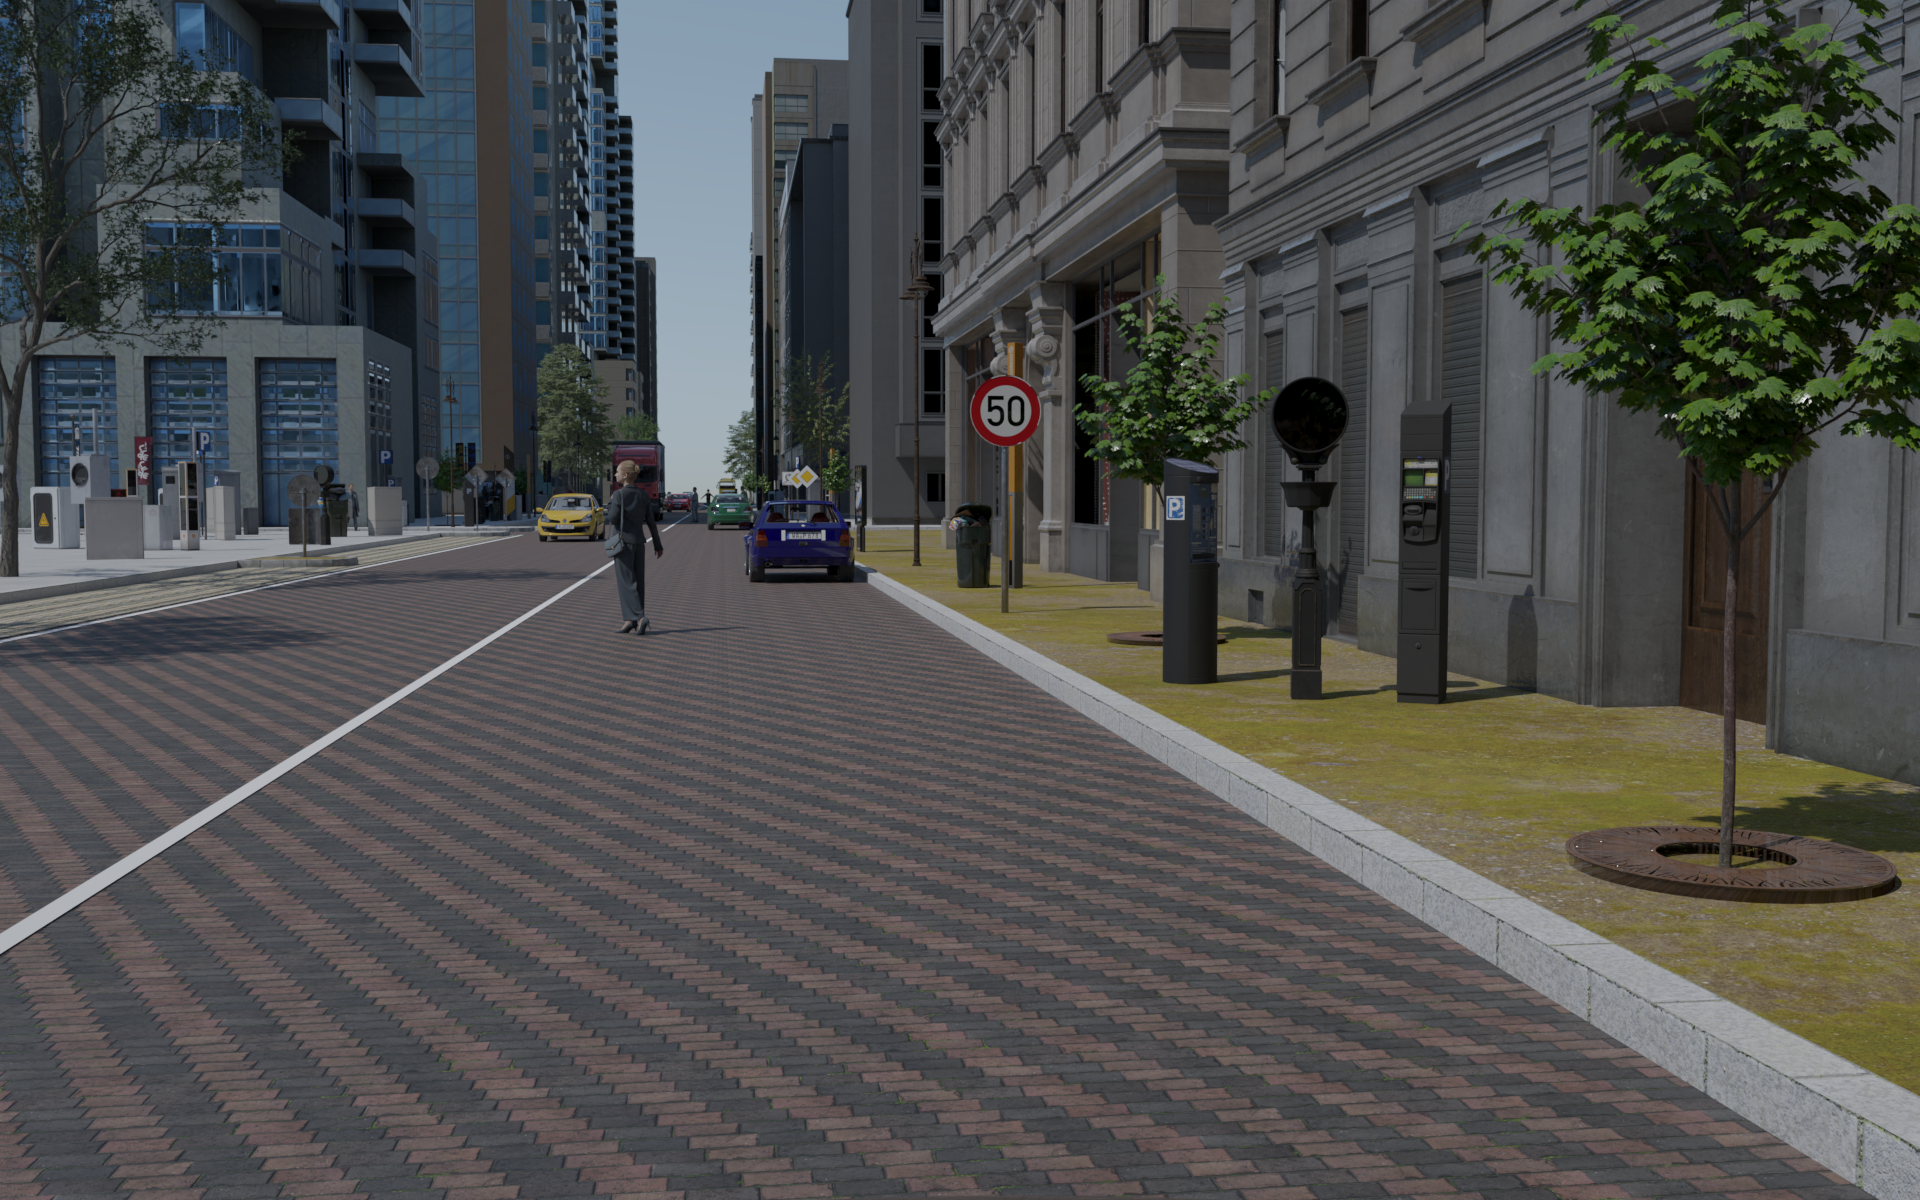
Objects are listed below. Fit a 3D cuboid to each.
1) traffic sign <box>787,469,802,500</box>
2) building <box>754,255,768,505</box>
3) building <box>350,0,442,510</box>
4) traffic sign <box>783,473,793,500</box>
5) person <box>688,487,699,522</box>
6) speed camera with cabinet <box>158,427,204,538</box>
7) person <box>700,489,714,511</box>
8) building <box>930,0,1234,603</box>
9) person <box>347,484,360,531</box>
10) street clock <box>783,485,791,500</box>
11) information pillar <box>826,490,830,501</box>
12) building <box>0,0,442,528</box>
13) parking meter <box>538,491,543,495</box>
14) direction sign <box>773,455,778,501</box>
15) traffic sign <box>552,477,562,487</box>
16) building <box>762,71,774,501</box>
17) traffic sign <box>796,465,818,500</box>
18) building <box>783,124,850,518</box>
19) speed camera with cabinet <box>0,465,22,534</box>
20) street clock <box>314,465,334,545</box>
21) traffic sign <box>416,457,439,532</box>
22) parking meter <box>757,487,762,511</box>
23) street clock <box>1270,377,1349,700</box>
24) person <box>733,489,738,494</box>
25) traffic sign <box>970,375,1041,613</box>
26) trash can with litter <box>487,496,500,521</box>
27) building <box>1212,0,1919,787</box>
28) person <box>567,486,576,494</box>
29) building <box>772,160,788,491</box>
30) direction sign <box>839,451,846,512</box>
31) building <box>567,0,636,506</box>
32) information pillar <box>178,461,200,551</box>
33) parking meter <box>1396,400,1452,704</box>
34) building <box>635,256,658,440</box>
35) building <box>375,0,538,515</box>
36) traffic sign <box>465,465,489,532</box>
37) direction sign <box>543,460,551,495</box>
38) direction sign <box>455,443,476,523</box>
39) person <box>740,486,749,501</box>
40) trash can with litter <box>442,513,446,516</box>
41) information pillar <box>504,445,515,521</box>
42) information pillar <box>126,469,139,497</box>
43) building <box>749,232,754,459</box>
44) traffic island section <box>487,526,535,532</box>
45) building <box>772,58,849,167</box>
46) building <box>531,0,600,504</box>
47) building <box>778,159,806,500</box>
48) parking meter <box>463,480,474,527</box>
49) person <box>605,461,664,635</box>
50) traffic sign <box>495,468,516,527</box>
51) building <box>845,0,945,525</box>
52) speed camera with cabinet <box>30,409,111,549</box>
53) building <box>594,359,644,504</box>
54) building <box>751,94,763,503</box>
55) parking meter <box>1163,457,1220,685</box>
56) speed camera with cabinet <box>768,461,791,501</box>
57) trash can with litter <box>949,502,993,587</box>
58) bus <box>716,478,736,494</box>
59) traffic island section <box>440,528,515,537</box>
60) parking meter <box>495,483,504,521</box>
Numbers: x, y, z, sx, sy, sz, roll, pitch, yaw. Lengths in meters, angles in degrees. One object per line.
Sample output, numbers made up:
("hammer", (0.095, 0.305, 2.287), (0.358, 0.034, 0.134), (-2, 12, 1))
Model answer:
("traffic sign", (-6.414, -3.954, 68.290), (0.795, 2.450, 0.064), (0, 4, -8))
("building", (-17.941, -26.879, 211.180), (14.160, 30.474, 14.107), (0, 4, -8))
("building", (-49.350, -53.251, 183.326), (22.319, 86.520, 31.000), (0, 4, -8))
("traffic sign", (-7.953, -4.797, 80.556), (0.606, 2.300, 0.079), (0, 4, -6))
("person", (-13.548, -4.852, 88.034), (0.583, 1.804, 0.606), (-1, 4, -10))
("speed camera with cabinet", (-23.135, -3.489, 51.380), (0.660, 3.252, 2.038), (-3, 5, -45))
("person", (-21.764, -8.659, 149.705), (1.348, 1.869, 0.705), (-1, 4, -20))
("building", (4.128, -11.546, 39.679), (10.553, 20.767, 40.483), (0, 4, -8))
("person", (-22.475, -3.383, 63.921), (0.767, 1.812, 0.694), (3, 4, 38))
("street clock", (-8.095, -4.673, 80.969), (0.358, 2.002, 0.471), (-2, 4, -28))
("information pillar", (-6.353, -4.896, 84.537), (0.304, 2.012, 0.304), (3, 5, 44))
("building", (-36.039, -46.809, 78.002), (22.319, 86.520, 31.000), (0, 4, -8))
("parking meter", (-30.165, -7.106, 124.596), (0.372, 1.533, 0.369), (0, 3, 0))
("direction sign", (-10.672, -6.625, 100.316), (0.379, 3.537, 0.876), (-1, 4, -21))
("traffic sign", (-24.396, -6.284, 104.870), (0.606, 2.300, 0.079), (0, 4, 0))
("building", (-13.533, -32.513, 181.702), (14.600, 45.320, 14.200), (0, 4, -8))
("traffic sign", (-5.330, -3.470, 60.379), (0.795, 2.450, 0.064), (0, 4, -8))
("building", (-3.283, -17.636, 107.411), (14.314, 24.678, 30.058), (0, 4, -8))
("speed camera with cabinet", (-30.891, -3.730, 55.326), (2.038, 3.252, 0.660), (2, 4, 27))
("street clock", (-15.936, -2.378, 43.446), (0.471, 2.002, 0.358), (2, 4, 23))
("traffic sign", (-18.206, -3.617, 59.241), (0.768, 2.556, 0.104), (0, 4, -5))
("parking meter", (-15.622, -7.906, 134.977), (0.399, 1.863, 0.255), (0, 4, -2))
("street clock", (2.173, -0.382, 10.820), (0.471, 2.002, 0.358), (0, 4, 8))
("person", (-16.915, -7.497, 130.887), (0.447, 1.846, 0.655), (-1, 4, -15))
("traffic sign", (0.486, -1.132, 18.620), (0.768, 2.556, 0.104), (0, 4, -5))
("trash can with litter", (-22.141, -4.321, 82.036), (0.624, 1.170, 1.055), (-2, 4, -24))
("building", (8.569, -9.811, 9.559), (9.793, 20.994, 18.267), (0, 4, -8))
("person", (-18.973, -4.658, 84.637), (0.580, 1.828, 0.573), (2, 4, 28))
("building", (-9.546, -23.340, 153.316), (14.160, 30.474, 14.107), (0, 4, -8))
("direction sign", (-6.413, -6.114, 91.959), (0.876, 3.537, 0.379), (-2, 4, -32))
("building", (-59.785, -58.277, 265.506), (22.319, 86.520, 31.000), (0, 4, -8))
("information pillar", (-17.454, -2.124, 39.213), (0.304, 2.012, 0.304), (2, 4, 34))
("parking meter", (2.862, -0.304, 10.677), (0.255, 1.863, 0.399), (2, 4, 25))
("building", (-57.996, -37.079, 289.843), (14.154, 41.232, 14.086), (0, 4, -8))
("building", (-34.942, -28.142, 110.237), (14.600, 45.320, 14.200), (0, 4, -8))
("traffic sign", (-16.424, -3.379, 58.885), (0.795, 2.450, 0.064), (0, 4, -8))
("direction sign", (-27.855, -7.642, 116.951), (0.379, 3.537, 0.876), (1, 4, 22))
("direction sign", (-21.745, -5.154, 76.268), (0.876, 3.537, 0.379), (0, 4, -1))
("person", (-10.599, -4.677, 84.878), (0.656, 1.842, 0.836), (1, 4, 20))
("trash can with litter", (-30.553, -5.441, 100.023), (2.233, 1.210, 1.678), (1, 4, 13))
("information pillar", (-21.568, -5.597, 82.858), (0.504, 3.616, 0.183), (-2, 4, -35))
("information pillar", (-24.224, -2.828, 50.733), (0.304, 2.012, 0.304), (-1, 4, -21))
("building", (-23.401, -40.786, 286.463), (23.786, 49.044, 30.456), (0, 4, -8))
("traffic island section", (-17.530, -2.726, 66.855), (2.009, 0.180, 2.903), (0, 4, -8))
("building", (-10.983, -29.567, 167.008), (14.154, 41.232, 14.086), (0, 4, -8))
("building", (-44.982, -32.691, 154.110), (23.786, 49.044, 30.456), (0, 4, -8))
("building", (-7.548, -19.269, 133.067), (12.078, 24.808, 19.932), (0, 4, -8))
("parking meter", (-19.230, -3.795, 67.754), (0.399, 1.863, 0.255), (-1, 4, -23))
("person", (-3.326, -0.538, 17.725), (0.534, 1.772, 0.576), (1, 4, 17))
("traffic sign", (-17.508, -3.863, 66.797), (0.795, 2.450, 0.064), (0, 4, -8))
("building", (7.425, -17.358, 77.305), (24.014, 27.812, 14.314), (0, 4, -8))
("speed camera with cabinet", (-20.704, -2.809, 40.264), (2.038, 3.252, 0.660), (2, 4, 25))
("building", (-57.984, -23.981, 237.120), (27.650, 21.520, 28.899), (0, 4, -8))
("building", (-20.206, -43.735, 257.058), (21.231, 58.520, 28.212), (0, 4, -8))
("parking meter", (1.572, -0.207, 11.798), (0.372, 1.533, 0.369), (0, 3, 0))
("speed camera with cabinet", (-10.866, -6.753, 104.745), (0.660, 3.252, 2.038), (-2, 4, -35))
("trash can with litter", (0.115, -0.768, 23.947), (0.624, 1.170, 1.055), (0, 4, -6))
("bus", (-36.158, -16.913, 268.066), (2.896, 3.916, 12.252), (-1, 4, -9))
("traffic island section", (-16.446, -2.242, 58.944), (2.009, 0.180, 2.903), (0, 4, -8))
("parking meter", (-22.373, -4.792, 84.068), (0.399, 1.863, 0.255), (-1, 4, -13))
